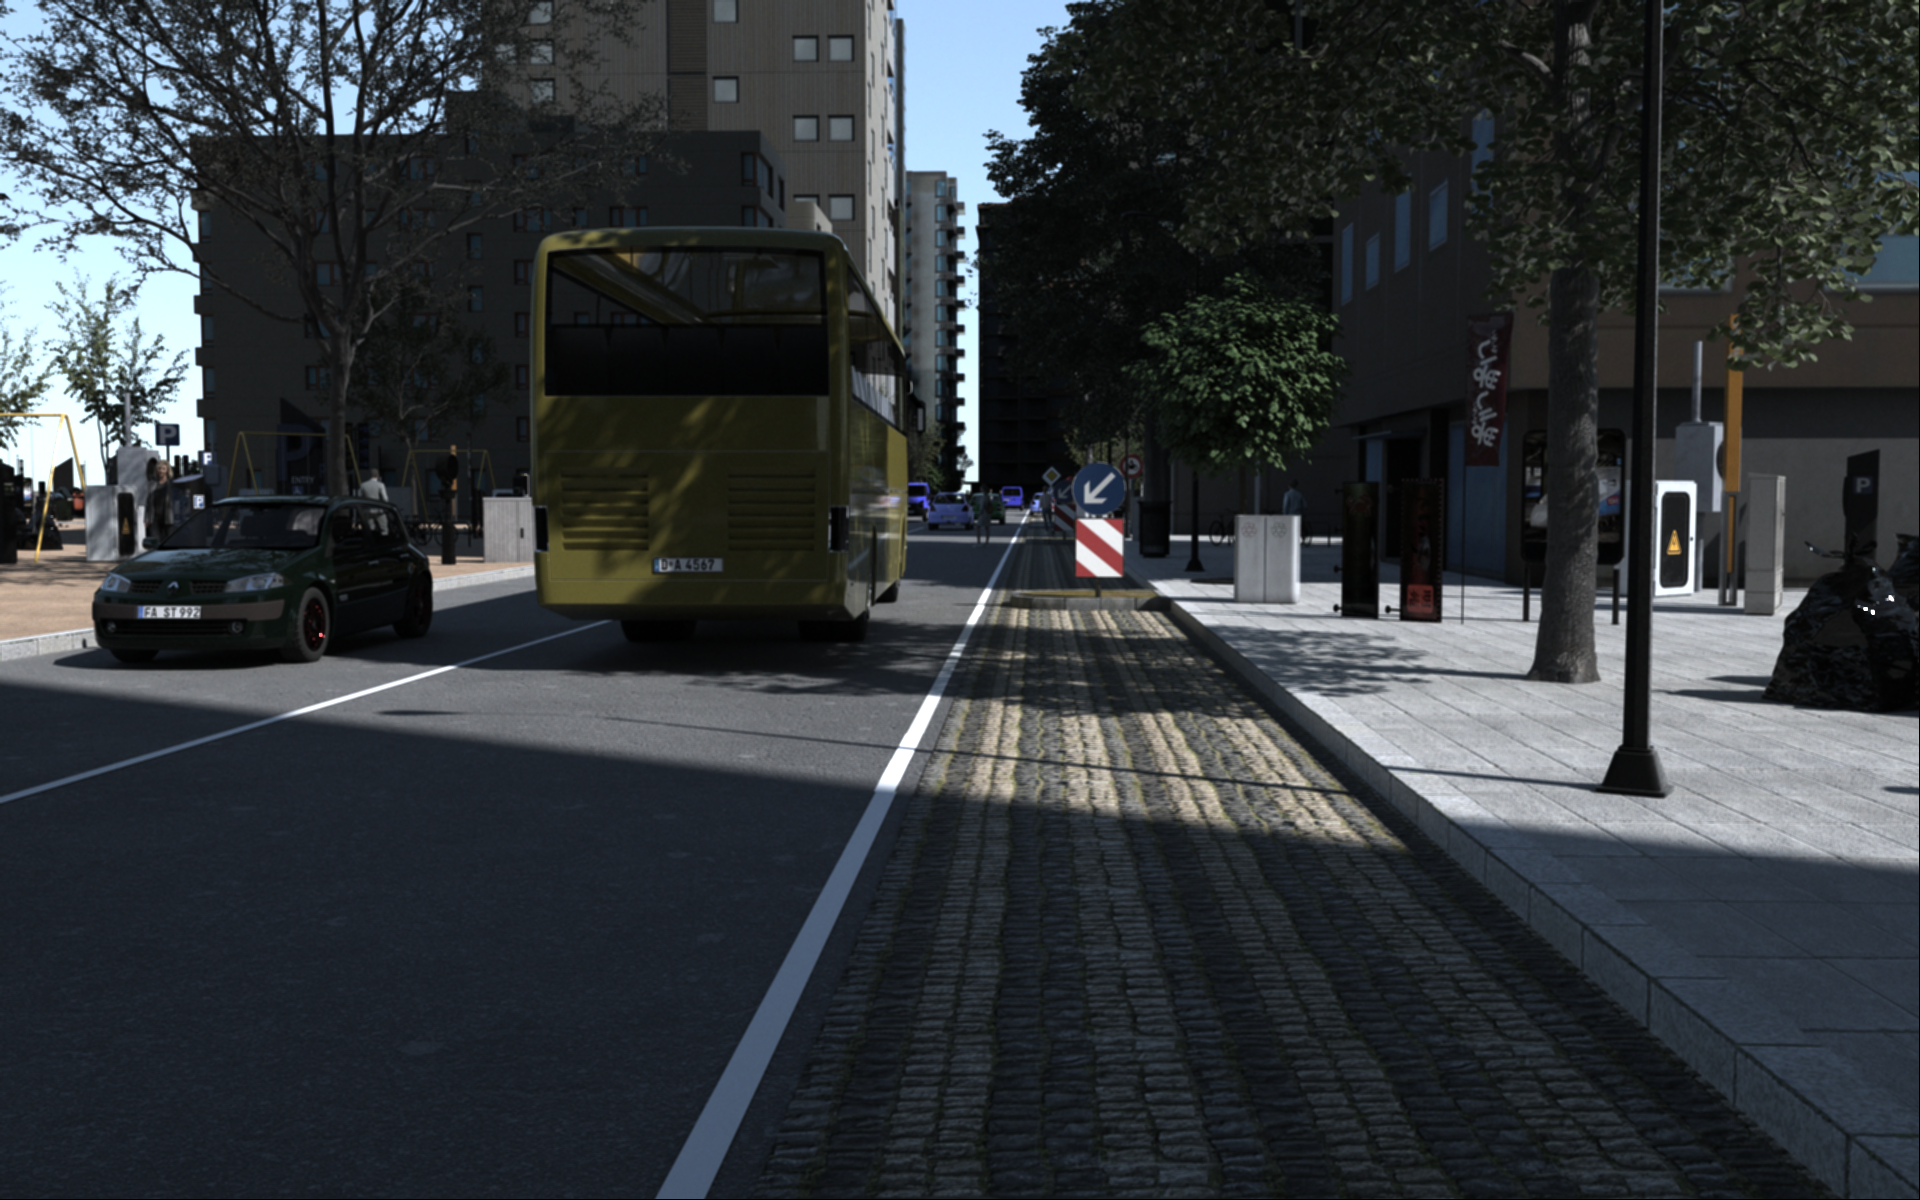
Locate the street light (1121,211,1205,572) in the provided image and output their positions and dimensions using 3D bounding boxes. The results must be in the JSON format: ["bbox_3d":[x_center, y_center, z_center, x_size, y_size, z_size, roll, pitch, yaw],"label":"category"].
[{"bbox_3d":[3.354,-3.429,28.601,1.470,5.913,1.316,0,4,3],"label":"street light"}]

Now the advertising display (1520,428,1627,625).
[{"bbox_3d":[6.073,-0.731,17.171,0.974,1.923,0.123,2,4,28],"label":"advertising display"}]

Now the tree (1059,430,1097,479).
[{"bbox_3d":[11.749,-13.777,175.613,4.360,8.622,3.978,0,3,0],"label":"tree"}]

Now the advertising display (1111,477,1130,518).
[{"bbox_3d":[5.901,-3.625,64.475,0.123,1.923,0.974,-3,5,-44],"label":"advertising display"}]

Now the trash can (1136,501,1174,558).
[{"bbox_3d":[3.927,-1.424,34.944,0.748,1.137,0.748,0,3,0],"label":"trash can"}]

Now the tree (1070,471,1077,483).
[{"bbox_3d":[8.615,-7.802,122.160,1.663,3.219,1.824,0,3,0],"label":"tree"}]

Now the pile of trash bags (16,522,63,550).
[{"bbox_3d":[-22.162,-1.777,38.803,1.912,1.369,3.447,2,4,33],"label":"pile of trash bags"}]

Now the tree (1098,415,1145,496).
[{"bbox_3d":[13.120,-10.573,123.231,4.737,8.622,4.395,0,3,0],"label":"tree"}]

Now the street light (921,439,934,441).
[{"bbox_3d":[-2.880,-10.545,144.944,1.470,5.913,1.316,0,4,3],"label":"street light"}]

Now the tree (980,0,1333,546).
[{"bbox_3d":[4.875,-8.315,42.610,9.857,13.997,8.962,0,3,0],"label":"tree"}]

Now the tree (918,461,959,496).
[{"bbox_3d":[-2.564,-11.367,169.558,4.285,4.588,4.351,0,3,0],"label":"tree"}]

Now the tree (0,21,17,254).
[{"bbox_3d":[-9.546,-5.573,8.127,9.611,12.733,9.660,0,3,0],"label":"tree"}]

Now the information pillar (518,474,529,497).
[{"bbox_3d":[-16.321,-3.690,64.827,0.304,2.012,0.304,-2,4,-32],"label":"information pillar"}]

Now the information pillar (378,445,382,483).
[{"bbox_3d":[-27.997,-5.648,83.704,0.183,3.616,0.504,-1,4,-11],"label":"information pillar"}]

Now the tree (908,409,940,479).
[{"bbox_3d":[-4.044,-12.214,150.066,4.360,8.622,3.978,0,3,0],"label":"tree"}]

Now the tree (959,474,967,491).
[{"bbox_3d":[-1.710,-14.023,212.982,4.285,4.588,4.351,0,3,0],"label":"tree"}]

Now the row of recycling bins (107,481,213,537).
[{"bbox_3d":[-24.298,-2.774,52.468,3.534,1.692,1.069,1,4,11],"label":"row of recycling bins"}]

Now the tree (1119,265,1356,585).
[{"bbox_3d":[3.996,-2.527,25.026,4.285,4.588,4.351,0,3,0],"label":"tree"}]

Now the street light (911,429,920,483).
[{"bbox_3d":[-3.728,-9.245,123.698,1.470,5.913,1.316,0,4,3],"label":"street light"}]

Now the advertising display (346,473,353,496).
[{"bbox_3d":[-18.470,-2.888,52.432,0.123,1.923,0.974,-2,4,-24],"label":"advertising display"}]

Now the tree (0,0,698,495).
[{"bbox_3d":[-8.994,-6.995,24.732,12.009,13.543,11.850,0,3,0],"label":"tree"}]

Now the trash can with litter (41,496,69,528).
[{"bbox_3d":[-34.900,-3.402,66.686,1.678,1.210,2.233,0,4,-2],"label":"trash can with litter"}]

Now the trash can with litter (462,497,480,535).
[{"bbox_3d":[-15.578,-2.689,55.018,1.678,1.210,2.233,-1,4,-11],"label":"trash can with litter"}]

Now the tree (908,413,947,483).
[{"bbox_3d":[-3.292,-12.558,155.678,4.737,8.622,4.395,0,3,0],"label":"tree"}]

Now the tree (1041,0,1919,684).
[{"bbox_3d":[4.133,-5.741,11.997,7.486,12.596,7.792,0,3,0],"label":"tree"}]

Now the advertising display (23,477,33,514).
[{"bbox_3d":[-36.441,-3.782,67.050,0.974,1.923,0.123,-2,4,-25],"label":"advertising display"}]

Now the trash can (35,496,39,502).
[{"bbox_3d":[-70.622,-7.382,132.349,0.748,1.137,0.748,0,3,0],"label":"trash can"}]

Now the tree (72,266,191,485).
[{"bbox_3d":[-27.720,-6.499,56.616,4.737,8.622,4.395,0,3,0],"label":"tree"}]

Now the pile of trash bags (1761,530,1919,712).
[{"bbox_3d":[6.847,-0.064,10.806,3.447,1.369,1.912,-2,4,-26],"label":"pile of trash bags"}]

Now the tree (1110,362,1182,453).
[{"bbox_3d":[13.183,-11.439,112.776,9.928,11.665,9.643,0,3,0],"label":"tree"}]

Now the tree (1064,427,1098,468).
[{"bbox_3d":[10.217,-11.643,140.720,4.737,8.622,4.395,0,3,0],"label":"tree"}]

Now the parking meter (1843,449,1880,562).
[{"bbox_3d":[11.740,-1.033,22.600,0.399,1.863,0.255,1,4,23],"label":"parking meter"}]

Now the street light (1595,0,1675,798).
[{"bbox_3d":[2.378,-2.128,7.334,1.470,5.913,1.316,0,4,3],"label":"street light"}]

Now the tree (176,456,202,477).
[{"bbox_3d":[-38.433,-5.656,87.072,1.663,3.219,1.824,0,3,0],"label":"tree"}]

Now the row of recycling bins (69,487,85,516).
[{"bbox_3d":[-51.445,-5.873,103.132,3.534,1.692,1.069,1,4,10],"label":"row of recycling bins"}]

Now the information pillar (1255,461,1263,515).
[{"bbox_3d":[5.427,-2.451,31.430,0.183,3.616,0.504,1,4,17],"label":"information pillar"}]

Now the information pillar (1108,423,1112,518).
[{"bbox_3d":[4.942,-4.025,57.169,0.183,3.616,0.504,1,4,10],"label":"information pillar"}]

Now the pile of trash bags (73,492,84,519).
[{"bbox_3d":[-47.216,-4.889,89.689,3.447,1.369,1.912,-1,4,-22],"label":"pile of trash bags"}]

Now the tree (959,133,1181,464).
[{"bbox_3d":[6.191,-14.486,92.732,12.611,20.169,13.585,0,3,0],"label":"tree"}]

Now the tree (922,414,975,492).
[{"bbox_3d":[-1.736,-16.332,201.437,7.601,10.594,8.767,-2,4,-31],"label":"tree"}]

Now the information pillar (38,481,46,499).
[{"bbox_3d":[-52.940,-5.836,99.912,0.304,2.012,0.304,-3,5,-41],"label":"information pillar"}]

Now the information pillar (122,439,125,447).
[{"bbox_3d":[-34.672,-4.946,72.218,0.183,3.616,0.504,3,5,39],"label":"information pillar"}]

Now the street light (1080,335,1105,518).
[{"bbox_3d":[4.274,-4.736,49.980,1.470,5.913,1.316,0,4,3],"label":"street light"}]

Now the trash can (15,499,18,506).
[{"bbox_3d":[-25.538,-2.114,46.218,0.748,1.137,0.748,0,3,0],"label":"trash can"}]

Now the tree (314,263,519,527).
[{"bbox_3d":[-21.260,-8.147,67.612,8.767,10.594,7.601,0,4,-2],"label":"tree"}]
